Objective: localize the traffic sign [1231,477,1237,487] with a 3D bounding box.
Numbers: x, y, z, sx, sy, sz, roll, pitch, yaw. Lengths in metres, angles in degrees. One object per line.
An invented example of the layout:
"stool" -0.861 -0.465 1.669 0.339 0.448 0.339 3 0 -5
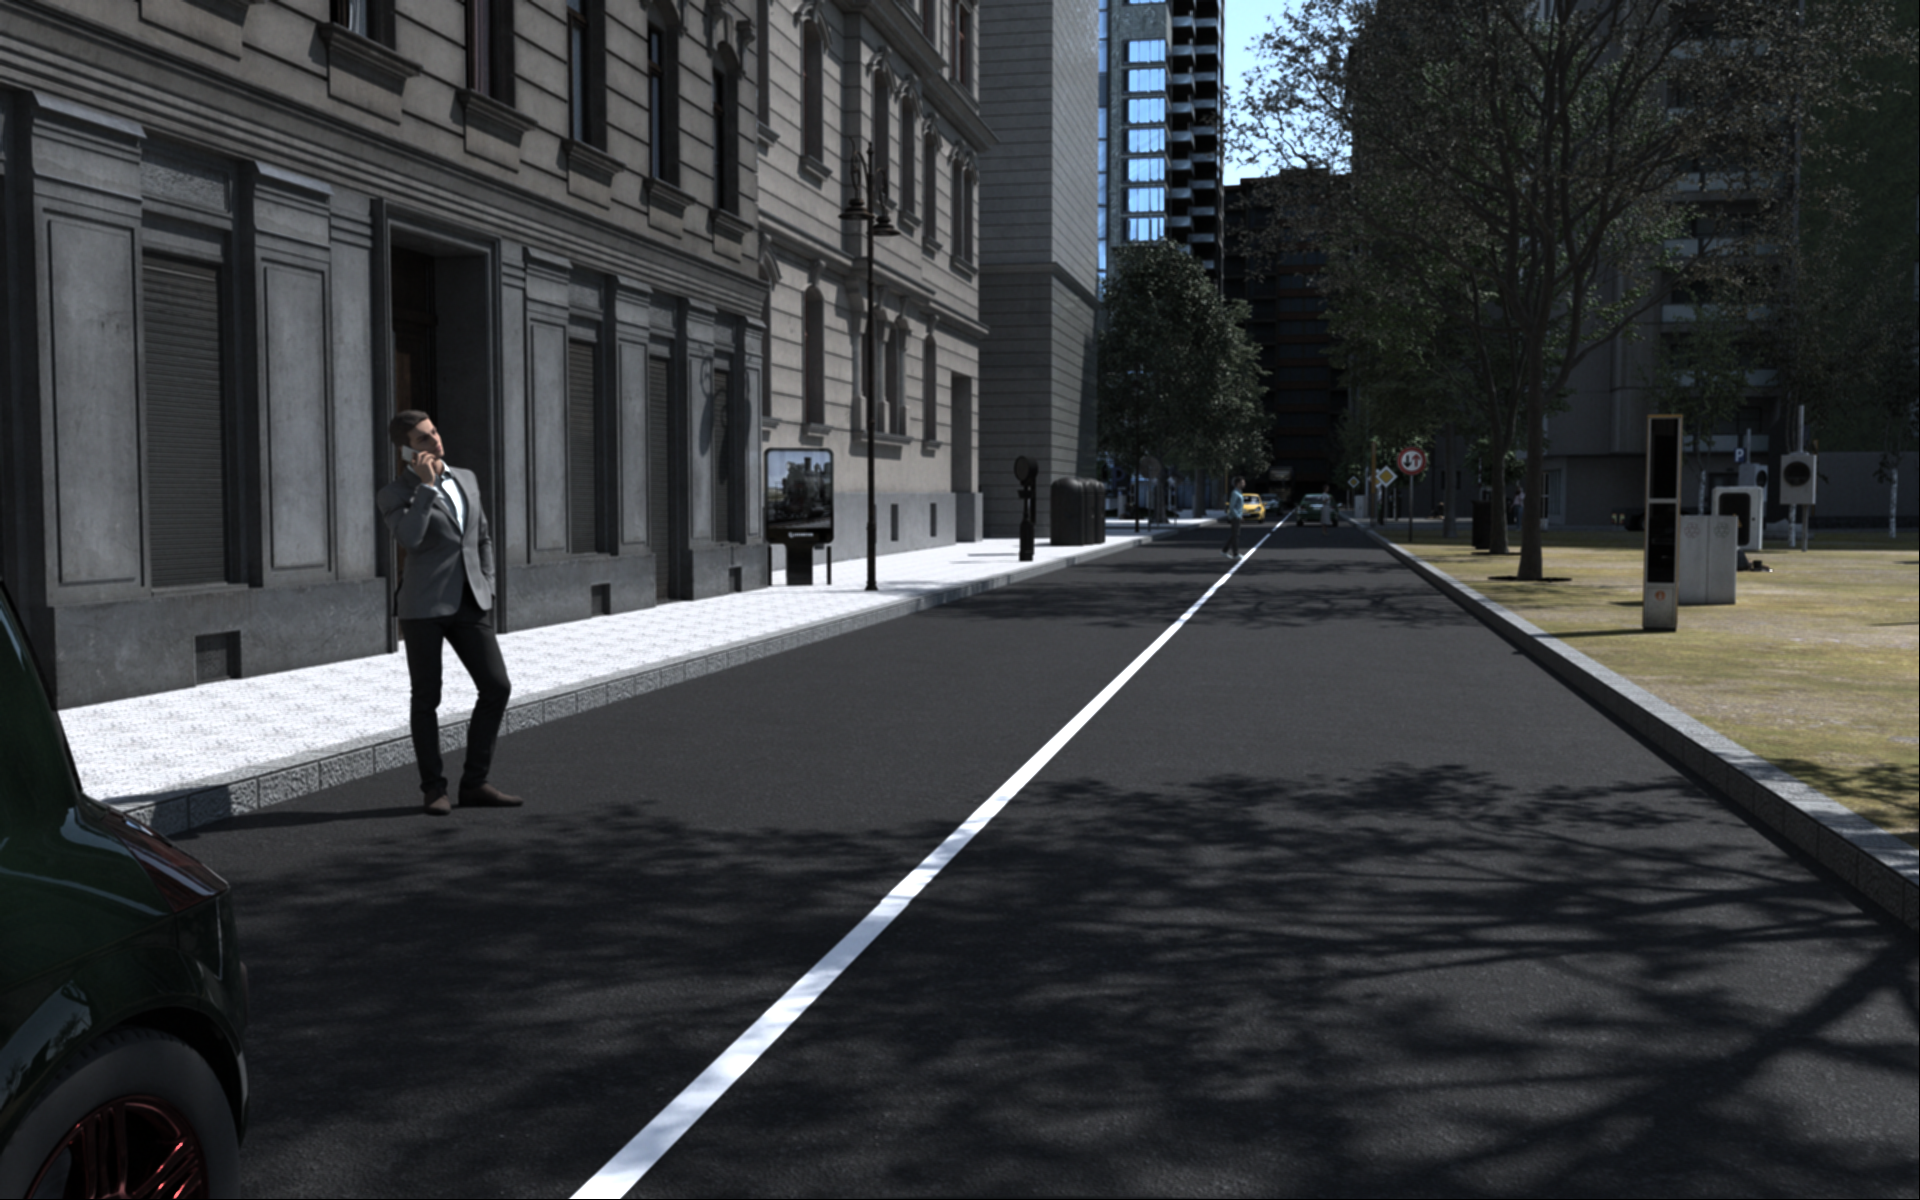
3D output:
"traffic sign" 20.381 -7.814 127.865 0.768 2.556 0.104 1 4 21

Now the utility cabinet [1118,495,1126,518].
"utility cabinet" 8.564 -4.921 91.628 0.306 1.237 1.020 1 4 15

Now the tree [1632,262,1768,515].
"tree" 23.820 -6.436 55.589 4.737 8.622 4.395 0 3 0

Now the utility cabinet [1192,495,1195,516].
"utility cabinet" 14.272 -5.665 103.778 0.306 1.237 1.020 2 4 34

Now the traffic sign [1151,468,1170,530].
"traffic sign" 7.045 -3.537 61.479 0.795 2.450 0.064 1 4 11

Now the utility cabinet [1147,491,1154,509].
"utility cabinet" 12.757 -6.465 114.389 0.318 1.500 1.173 3 4 39

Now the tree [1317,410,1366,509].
"tree" 33.385 -12.205 149.908 4.360 8.622 3.978 0 3 0

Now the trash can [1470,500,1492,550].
"trash can" 12.212 -1.746 40.207 0.748 1.137 0.748 0 3 0

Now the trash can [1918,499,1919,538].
"trash can" 26.974 -2.226 48.048 0.748 1.137 0.748 0 3 0

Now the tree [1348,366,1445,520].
"tree" 22.102 -8.342 86.758 4.737 8.622 4.395 0 3 0

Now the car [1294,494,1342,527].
"car" 16.131 -4.053 78.067 2.131 1.459 4.920 1 4 12

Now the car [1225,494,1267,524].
"car" 14.065 -4.573 84.991 2.015 1.641 3.980 1 4 12

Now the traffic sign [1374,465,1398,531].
"traffic sign" 14.730 -3.441 59.909 0.795 2.450 0.064 1 4 11

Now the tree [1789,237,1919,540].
"tree" 27.804 -6.155 50.992 4.360 8.622 3.978 0 3 0

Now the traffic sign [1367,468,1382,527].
"traffic sign" 16.314 -3.920 67.736 0.795 2.450 0.064 1 4 11

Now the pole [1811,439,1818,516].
"pole" 31.957 -4.339 64.778 0.158 3.312 0.155 0 3 0

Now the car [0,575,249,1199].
"car" -2.331 0.517 1.337 2.009 1.686 4.222 1 4 12

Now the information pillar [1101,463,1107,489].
"information pillar" 10.397 -8.172 124.972 0.504 3.616 0.183 -2 4 -31

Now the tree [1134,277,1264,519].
"tree" 12.461 -10.568 90.918 7.486 12.596 7.792 0 3 0

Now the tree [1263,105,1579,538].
"tree" 14.050 -8.121 50.902 7.486 12.596 7.792 0 3 0

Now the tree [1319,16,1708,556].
"tree" 11.478 -6.768 36.411 9.928 11.665 9.643 0 3 0

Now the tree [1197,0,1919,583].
"tree" 8.595 -7.032 25.345 12.009 13.543 11.850 0 3 0

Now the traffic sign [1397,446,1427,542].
"traffic sign" 12.094 -2.832 46.417 0.768 2.556 0.104 1 4 12

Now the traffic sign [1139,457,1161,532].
"traffic sign" 6.471 -3.610 59.133 0.768 2.556 0.104 1 4 20

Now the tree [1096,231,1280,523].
"tree" 8.638 -9.710 75.762 9.611 12.733 9.660 0 3 0

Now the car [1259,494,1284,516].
"car" 20.522 -6.334 115.353 2.131 1.459 4.920 1 4 13

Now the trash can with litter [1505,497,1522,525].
"trash can with litter" 23.253 -3.749 72.689 1.055 1.170 0.624 -1 4 -10

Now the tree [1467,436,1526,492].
"tree" 25.967 -6.131 83.961 4.285 4.588 4.351 0 3 0

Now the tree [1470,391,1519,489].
"tree" 30.255 -8.810 94.408 4.360 8.622 3.978 0 3 0

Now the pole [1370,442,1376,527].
"pole" 16.138 -4.510 67.586 0.158 3.312 0.155 0 3 0

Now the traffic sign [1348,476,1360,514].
"traffic sign" 24.750 -6.589 108.915 0.795 2.450 0.064 1 4 17

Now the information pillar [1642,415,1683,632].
"information pillar" 6.576 -0.717 16.214 0.304 2.012 0.304 1 4 23

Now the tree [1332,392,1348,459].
"tree" 23.037 -8.850 95.057 4.737 8.622 4.395 0 3 0

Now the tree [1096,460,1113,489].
"tree" 11.233 -9.774 143.524 4.285 4.588 4.351 0 3 0

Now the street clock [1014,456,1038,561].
"street clock" 1.262 -1.743 33.064 0.358 2.002 0.471 -2 4 -35

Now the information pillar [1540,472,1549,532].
"information pillar" 19.707 -3.311 58.623 0.304 2.012 0.304 3 5 45

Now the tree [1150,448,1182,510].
"tree" 14.189 -10.298 118.739 4.737 8.622 4.395 0 3 0

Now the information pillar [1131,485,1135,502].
"information pillar" 13.765 -8.187 138.351 0.304 2.012 0.304 0 4 -7

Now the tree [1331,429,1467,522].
"tree" 20.539 -5.961 81.181 4.285 4.588 4.351 0 3 0

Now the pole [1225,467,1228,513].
"pole" 17.632 -7.381 114.523 0.158 3.312 0.155 0 3 0

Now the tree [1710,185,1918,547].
"tree" 20.492 -5.596 41.865 4.360 8.622 3.978 0 3 0

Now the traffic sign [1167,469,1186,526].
"traffic sign" 8.629 -4.016 69.306 0.795 2.450 0.064 1 4 11
